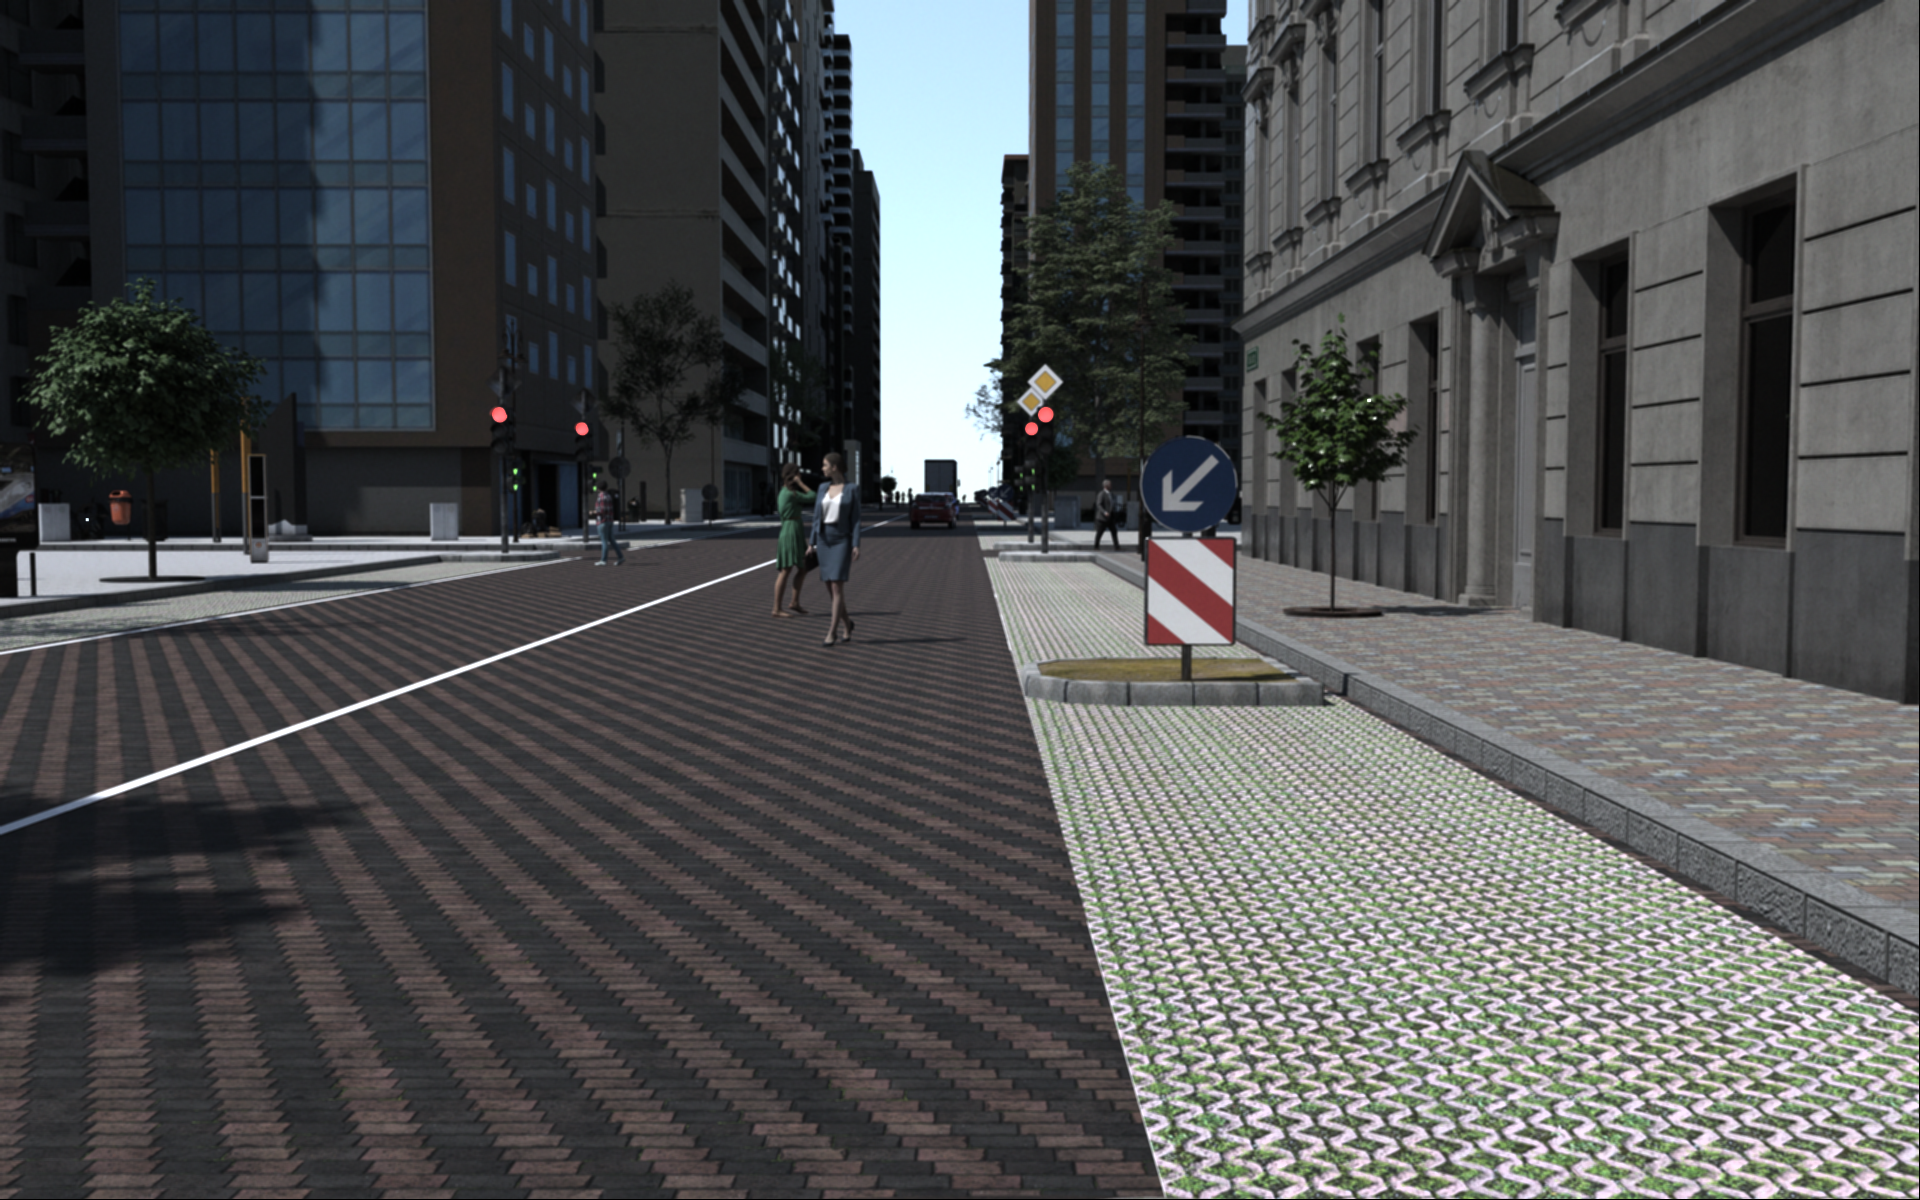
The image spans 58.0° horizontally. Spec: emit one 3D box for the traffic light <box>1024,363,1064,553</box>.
[{"bbox_3d":[1.818,-2.965,37.405,0.839,4.253,0.868,0,4,0],"label":"traffic light"}]

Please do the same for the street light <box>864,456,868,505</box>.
[{"bbox_3d":[-11.173,-14.266,206.038,0.468,5.910,1.993,0,4,0],"label":"street light"}]

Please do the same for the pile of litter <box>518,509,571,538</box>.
[{"bbox_3d":[-12.197,-2.251,50.762,1.719,0.858,1.176,-2,4,-23],"label":"pile of litter"}]

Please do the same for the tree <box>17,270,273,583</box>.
[{"bbox_3d":[-12.098,-2.564,25.642,4.285,4.588,4.351,0,3,0],"label":"tree"}]

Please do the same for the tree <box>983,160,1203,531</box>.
[{"bbox_3d":[4.604,-8.671,59.900,7.486,12.596,7.792,0,3,0],"label":"tree"}]

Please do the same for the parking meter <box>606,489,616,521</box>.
[{"bbox_3d":[-16.642,-4.504,82.048,0.372,1.533,0.369,0,3,0],"label":"parking meter"}]

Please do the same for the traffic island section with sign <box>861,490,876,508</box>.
[{"bbox_3d":[-9.409,-10.001,172.151,1.989,1.847,2.006,0,4,0],"label":"traffic island section with sign"}]

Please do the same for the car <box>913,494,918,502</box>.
[{"bbox_3d":[-4.930,-12.987,221.126,1.959,1.807,4.718,0,4,2],"label":"car"}]

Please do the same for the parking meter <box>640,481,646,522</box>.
[{"bbox_3d":[-14.712,-4.569,80.418,0.255,1.863,0.399,0,4,-6],"label":"parking meter"}]

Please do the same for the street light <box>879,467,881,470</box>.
[{"bbox_3d":[-11.219,-16.519,242.868,0.468,5.910,1.993,0,4,0],"label":"street light"}]

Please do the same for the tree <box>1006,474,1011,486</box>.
[{"bbox_3d":[4.081,-8.605,135.300,1.663,3.219,1.824,0,3,0],"label":"tree"}]

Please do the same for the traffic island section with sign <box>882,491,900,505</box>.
[{"bbox_3d":[-9.229,-13.364,227.133,1.989,1.847,2.006,0,4,0],"label":"traffic island section with sign"}]

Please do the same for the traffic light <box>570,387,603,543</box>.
[{"bbox_3d":[-9.816,-3.455,45.414,0.839,4.253,0.868,0,4,0],"label":"traffic light"}]

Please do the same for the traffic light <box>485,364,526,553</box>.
[{"bbox_3d":[-9.843,-2.967,37.429,0.839,4.253,0.868,0,4,0],"label":"traffic light"}]

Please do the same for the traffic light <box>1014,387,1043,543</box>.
[{"bbox_3d":[1.846,-3.454,45.390,0.839,4.253,0.868,0,4,0],"label":"traffic light"}]

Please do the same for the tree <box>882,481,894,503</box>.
[{"bbox_3d":[-11.220,-16.476,263.988,1.663,3.219,1.824,0,3,0],"label":"tree"}]

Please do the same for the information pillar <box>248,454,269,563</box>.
[{"bbox_3d":[-13.068,-1.698,32.262,0.304,2.012,0.304,-1,4,-17],"label":"information pillar"}]

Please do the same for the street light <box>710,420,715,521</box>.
[{"bbox_3d":[-11.780,-6.710,82.494,0.468,5.910,1.993,0,4,0],"label":"street light"}]

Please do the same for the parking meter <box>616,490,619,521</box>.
[{"bbox_3d":[-16.360,-4.530,82.469,0.372,1.533,0.369,0,3,0],"label":"parking meter"}]

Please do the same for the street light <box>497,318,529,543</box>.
[{"bbox_3d":[-11.756,-4.457,45.665,0.468,5.910,1.993,0,4,0],"label":"street light"}]

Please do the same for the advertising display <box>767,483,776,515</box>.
[{"bbox_3d":[-11.410,-6.096,104.889,0.123,1.923,0.974,-2,4,-33],"label":"advertising display"}]

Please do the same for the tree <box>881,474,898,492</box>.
[{"bbox_3d":[-11.500,-17.809,274.887,4.285,4.588,4.351,0,3,0],"label":"tree"}]

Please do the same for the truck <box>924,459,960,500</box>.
[{"bbox_3d":[-1.526,-9.603,145.915,2.839,4.237,11.283,0,4,1],"label":"truck"}]

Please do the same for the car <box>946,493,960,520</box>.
[{"bbox_3d":[-0.952,-5.438,98.508,1.945,1.707,3.694,0,4,-2],"label":"car"}]

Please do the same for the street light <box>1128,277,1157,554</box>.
[{"bbox_3d":[3.884,-3.926,36.980,0.468,5.910,1.993,0,4,0],"label":"street light"}]

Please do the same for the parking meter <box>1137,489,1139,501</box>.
[{"bbox_3d":[8.605,-4.524,82.384,0.372,1.533,0.369,0,3,0],"label":"parking meter"}]

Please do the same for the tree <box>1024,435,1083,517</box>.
[{"bbox_3d":[5.250,-6.939,97.171,4.285,4.588,4.351,0,3,0],"label":"tree"}]

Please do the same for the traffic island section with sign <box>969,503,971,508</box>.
[{"bbox_3d":[1.905,-8.375,145.560,1.989,1.847,2.006,0,4,0],"label":"traffic island section with sign"}]

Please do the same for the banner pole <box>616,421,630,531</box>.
[{"bbox_3d":[-11.583,-4.231,59.201,0.401,3.779,0.863,1,4,9],"label":"banner pole"}]

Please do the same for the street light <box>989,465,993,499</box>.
[{"bbox_3d":[4.762,-18.749,279.327,0.468,5.910,1.993,0,4,0],"label":"street light"}]

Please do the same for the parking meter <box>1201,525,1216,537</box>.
[{"bbox_3d":[6.987,-2.625,48.628,0.399,1.863,0.255,-3,4,-37],"label":"parking meter"}]

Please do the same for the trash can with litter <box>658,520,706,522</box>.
[{"bbox_3d":[-12.775,-4.207,79.847,2.233,1.210,1.678,1,4,10],"label":"trash can with litter"}]

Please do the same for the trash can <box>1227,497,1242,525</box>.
[{"bbox_3d":[11.572,-3.749,72.945,0.748,1.137,0.748,0,3,0],"label":"trash can"}]

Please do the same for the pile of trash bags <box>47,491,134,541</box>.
[{"bbox_3d":[-24.358,-2.341,48.028,3.447,1.369,1.912,1,4,18],"label":"pile of trash bags"}]

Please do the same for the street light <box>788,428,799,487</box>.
[{"bbox_3d":[-11.615,-8.962,119.323,0.468,5.910,1.993,0,4,0],"label":"street light"}]

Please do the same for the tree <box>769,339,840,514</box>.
[{"bbox_3d":[-11.633,-11.395,112.060,9.928,11.665,9.643,0,3,0],"label":"tree"}]

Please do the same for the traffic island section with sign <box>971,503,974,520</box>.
[{"bbox_3d":[1.729,-5.265,94.710,1.989,1.847,2.006,0,4,0],"label":"traffic island section with sign"}]

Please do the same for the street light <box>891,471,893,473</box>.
[{"bbox_3d":[-10.990,-18.783,279.885,0.468,5.910,1.993,0,4,0],"label":"street light"}]

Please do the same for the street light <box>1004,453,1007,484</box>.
[{"bbox_3d":[4.238,-11.437,159.780,0.468,5.910,1.993,0,4,0],"label":"street light"}]

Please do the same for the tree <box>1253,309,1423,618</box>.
[{"bbox_3d":[3.962,-1.445,18.220,1.663,3.219,1.824,0,3,0],"label":"tree"}]

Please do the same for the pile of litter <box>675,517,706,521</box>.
[{"bbox_3d":[-13.071,-4.278,83.905,1.176,0.858,1.719,-3,5,-39],"label":"pile of litter"}]

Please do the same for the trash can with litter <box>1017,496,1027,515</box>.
[{"bbox_3d":[3.812,-5.811,106.391,0.624,1.170,1.055,0,4,2],"label":"trash can with litter"}]

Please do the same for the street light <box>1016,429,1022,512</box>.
[{"bbox_3d":[4.221,-9.184,122.951,0.468,5.910,1.993,0,4,0],"label":"street light"}]

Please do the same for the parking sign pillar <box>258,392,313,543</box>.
[{"bbox_3d":[-18.168,-3.546,46.447,1.447,3.967,1.447,2,4,27],"label":"parking sign pillar"}]

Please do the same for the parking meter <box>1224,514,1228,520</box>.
[{"bbox_3d":[13.026,-4.633,84.166,0.372,1.533,0.369,0,3,0],"label":"parking meter"}]

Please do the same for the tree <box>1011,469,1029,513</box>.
[{"bbox_3d":[4.721,-7.629,119.337,1.663,3.219,1.824,0,3,0],"label":"tree"}]

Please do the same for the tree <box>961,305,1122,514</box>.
[{"bbox_3d":[5.354,-12.204,109.899,12.009,13.543,11.850,0,3,0],"label":"tree"}]

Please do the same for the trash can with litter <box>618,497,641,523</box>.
[{"bbox_3d":[-14.630,-3.989,76.601,1.055,1.170,0.624,2,4,24],"label":"trash can with litter"}]

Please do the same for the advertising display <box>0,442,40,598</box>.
[{"bbox_3d":[-11.875,-0.990,21.399,0.123,1.923,0.974,2,4,29],"label":"advertising display"}]

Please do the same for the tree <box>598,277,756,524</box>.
[{"bbox_3d":[-12.257,-8.520,73.707,8.767,10.594,7.601,2,4,26],"label":"tree"}]

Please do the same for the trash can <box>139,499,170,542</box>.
[{"bbox_3d":[-21.802,-2.156,46.905,0.748,1.137,0.748,0,3,0],"label":"trash can"}]

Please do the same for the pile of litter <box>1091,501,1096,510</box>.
[{"bbox_3d":[8.996,-5.926,110.848,1.176,0.858,1.719,3,4,37],"label":"pile of litter"}]

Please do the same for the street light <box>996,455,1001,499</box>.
[{"bbox_3d":[4.462,-14.239,205.590,0.468,5.910,1.993,0,4,0],"label":"street light"}]

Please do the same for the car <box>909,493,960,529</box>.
[{"bbox_3d":[-1.099,-3.897,72.754,2.155,1.783,4.494,0,4,2],"label":"car"}]
